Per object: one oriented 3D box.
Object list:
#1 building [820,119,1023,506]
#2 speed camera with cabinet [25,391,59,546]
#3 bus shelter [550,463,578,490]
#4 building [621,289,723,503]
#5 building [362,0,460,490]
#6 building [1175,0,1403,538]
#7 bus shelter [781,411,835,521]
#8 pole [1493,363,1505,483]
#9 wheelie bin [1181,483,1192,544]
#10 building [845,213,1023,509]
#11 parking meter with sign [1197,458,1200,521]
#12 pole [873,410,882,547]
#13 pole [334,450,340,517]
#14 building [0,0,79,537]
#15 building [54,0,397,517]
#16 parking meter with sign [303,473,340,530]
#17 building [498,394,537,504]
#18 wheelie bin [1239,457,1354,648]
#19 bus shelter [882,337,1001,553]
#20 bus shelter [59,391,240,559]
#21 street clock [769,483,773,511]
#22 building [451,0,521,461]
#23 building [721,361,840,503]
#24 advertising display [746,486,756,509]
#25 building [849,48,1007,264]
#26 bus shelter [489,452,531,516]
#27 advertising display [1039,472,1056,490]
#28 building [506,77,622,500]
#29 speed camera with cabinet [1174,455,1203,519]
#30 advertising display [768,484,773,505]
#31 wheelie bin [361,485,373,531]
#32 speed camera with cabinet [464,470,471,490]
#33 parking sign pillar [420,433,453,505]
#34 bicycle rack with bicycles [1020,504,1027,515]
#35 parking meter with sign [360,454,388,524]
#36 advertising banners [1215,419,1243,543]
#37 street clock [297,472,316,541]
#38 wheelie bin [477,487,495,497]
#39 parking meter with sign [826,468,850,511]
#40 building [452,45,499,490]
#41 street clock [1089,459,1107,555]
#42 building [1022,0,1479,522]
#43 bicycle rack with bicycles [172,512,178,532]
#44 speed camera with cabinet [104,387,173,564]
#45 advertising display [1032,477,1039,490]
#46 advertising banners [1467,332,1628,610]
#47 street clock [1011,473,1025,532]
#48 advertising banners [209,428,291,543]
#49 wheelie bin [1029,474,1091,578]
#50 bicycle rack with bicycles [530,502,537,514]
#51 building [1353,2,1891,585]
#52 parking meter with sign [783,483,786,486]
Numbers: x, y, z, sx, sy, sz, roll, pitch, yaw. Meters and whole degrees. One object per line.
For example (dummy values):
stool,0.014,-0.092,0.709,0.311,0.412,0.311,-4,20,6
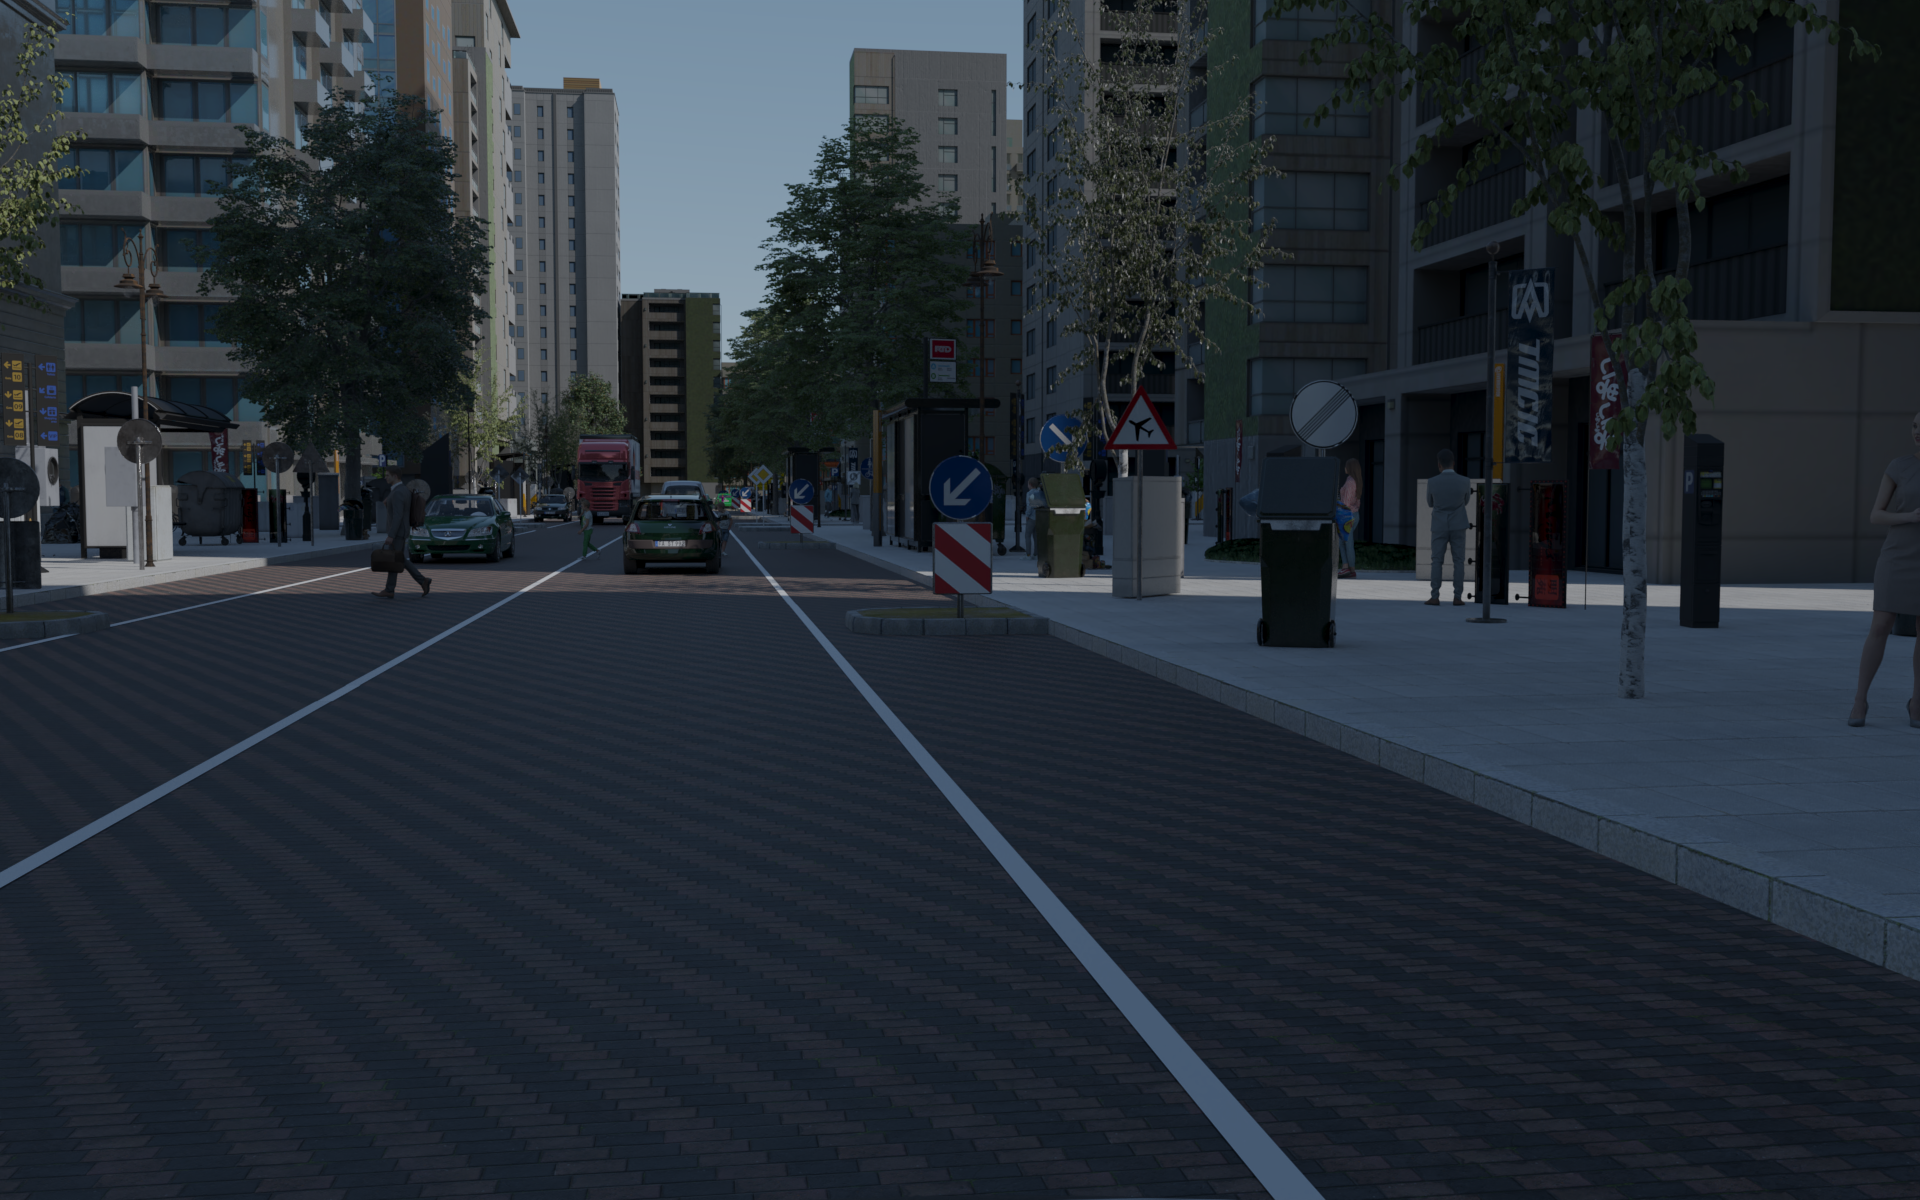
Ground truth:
building,1.872,-30.080,183.691,32.217,40.220,23.993,-1,4,-9
speed camera with cabinet,-17.478,-2.325,32.358,0.660,3.252,2.038,-1,4,-9
bus shelter,-30.972,-8.832,135.684,1.731,3.624,6.357,-1,4,-9
building,-41.109,-29.084,247.222,14.107,30.474,14.160,-1,4,-9
building,-44.981,-29.135,126.463,14.600,45.320,14.200,-1,4,-9
building,14.064,-22.655,54.008,14.154,41.232,14.086,-1,4,-9
bus shelter,-7.229,-6.342,81.318,2.179,5.291,8.768,-1,4,-9
pole,8.431,-2.038,27.168,0.158,3.312,0.155,0,3,0
wheelie bin,5.521,-2.216,44.140,0.693,1.594,0.980,2,4,26
building,6.593,-17.219,126.576,27.650,21.520,28.899,-1,4,-9
parking meter with sign,12.210,-5.296,82.851,1.738,3.016,0.543,1,4,14
pole,-2.008,-2.959,42.230,0.158,3.312,0.155,0,3,0
pole,-28.587,-5.236,79.444,0.158,3.312,0.155,0,3,0
building,-44.047,-13.910,46.506,34.723,24.649,14.460,-1,4,-9
building,-44.473,-28.959,93.082,23.786,49.044,30.456,-1,4,-9
parking meter with sign,-22.522,-4.009,61.815,1.738,3.016,0.543,-1,4,-16
building,-65.773,-54.129,197.674,31.000,86.520,22.319,-1,4,-9
wheelie bin,2.853,-0.414,14.685,0.980,1.594,0.693,1,4,18
bus shelter,-0.771,-3.941,42.071,2.179,5.291,8.768,-1,4,-9
bus shelter,-17.019,-2.619,36.745,2.014,3.302,5.546,-1,4,-9
street clock,-12.030,-6.487,110.640,0.358,2.002,0.471,-1,4,-13
building,-59.186,-35.646,172.048,28.713,52.752,27.495,-1,4,-9
building,-20.755,-25.179,256.713,28.899,21.520,27.650,-1,4,-9
advertising display,-17.450,-8.532,144.717,0.974,1.923,0.123,2,4,29
building,-3.522,-29.360,163.631,14.154,41.232,14.086,-1,4,-9
bus shelter,-25.761,-6.611,99.379,1.731,3.624,6.357,-1,4,-8
advertising display,2.567,-2.742,50.051,0.123,1.923,0.974,1,4,21
building,-62.766,-43.118,246.974,28.212,58.520,21.231,-1,4,-9
speed camera with cabinet,11.690,-5.703,87.582,2.038,3.252,0.660,0,4,6
advertising display,-12.485,-6.699,114.737,0.123,1.923,0.974,1,4,18
wheelie bin,-20.677,-3.182,59.940,0.693,1.594,0.980,-2,4,-26
speed camera with cabinet,-41.275,-9.219,145.059,0.660,3.252,2.038,-1,4,-21
parking sign pillar,-23.131,-5.386,76.533,1.447,3.967,1.447,0,4,8
bicycle rack with bicycles,2.611,-5.541,103.973,2.925,0.926,2.852,1,4,22
parking meter with sign,-25.713,-4.822,75.103,0.543,3.016,1.738,3,4,38
advertising banners,6.433,-2.766,41.405,0.090,3.025,2.074,0,4,-7
street clock,-17.722,-2.594,46.986,0.471,2.002,0.358,2,4,24
wheelie bin,-21.592,-4.344,78.938,0.693,1.594,0.980,2,4,30
parking meter with sign,-8.994,-8.050,127.881,1.738,3.016,0.543,0,4,-6
building,-48.972,-28.707,152.950,14.154,41.232,14.086,-1,4,-9
street clock,2.889,-1.938,36.251,0.358,2.002,0.471,-1,4,-16
building,15.537,-40.443,99.497,20.611,71.187,20.563,-1,4,-9
bicycle rack with bicycles,-26.320,-2.617,56.162,2.925,0.926,2.852,0,4,-4
speed camera with cabinet,-15.477,-2.342,32.631,0.660,3.252,2.038,0,4,-8
advertising display,3.190,-3.745,66.446,0.974,1.923,0.123,0,4,1
advertising banners,6.620,-1.427,19.513,0.090,3.025,2.074,-3,4,-36
street clock,1.952,-3.277,58.153,0.358,2.002,0.471,-2,4,-35
advertising banners,-18.620,-3.008,45.369,2.074,3.025,0.090,0,4,-2
wheelie bin,1.502,-1.145,26.637,0.980,1.594,0.693,-1,4,-19
bicycle rack with bicycles,-28.434,-6.056,112.390,2.925,0.926,2.852,-1,4,-12
building,19.338,-36.089,28.300,20.563,71.187,20.611,-1,4,-9
parking meter with sign,-11.488,-7.287,115.409,0.543,3.016,1.738,-1,4,-17
